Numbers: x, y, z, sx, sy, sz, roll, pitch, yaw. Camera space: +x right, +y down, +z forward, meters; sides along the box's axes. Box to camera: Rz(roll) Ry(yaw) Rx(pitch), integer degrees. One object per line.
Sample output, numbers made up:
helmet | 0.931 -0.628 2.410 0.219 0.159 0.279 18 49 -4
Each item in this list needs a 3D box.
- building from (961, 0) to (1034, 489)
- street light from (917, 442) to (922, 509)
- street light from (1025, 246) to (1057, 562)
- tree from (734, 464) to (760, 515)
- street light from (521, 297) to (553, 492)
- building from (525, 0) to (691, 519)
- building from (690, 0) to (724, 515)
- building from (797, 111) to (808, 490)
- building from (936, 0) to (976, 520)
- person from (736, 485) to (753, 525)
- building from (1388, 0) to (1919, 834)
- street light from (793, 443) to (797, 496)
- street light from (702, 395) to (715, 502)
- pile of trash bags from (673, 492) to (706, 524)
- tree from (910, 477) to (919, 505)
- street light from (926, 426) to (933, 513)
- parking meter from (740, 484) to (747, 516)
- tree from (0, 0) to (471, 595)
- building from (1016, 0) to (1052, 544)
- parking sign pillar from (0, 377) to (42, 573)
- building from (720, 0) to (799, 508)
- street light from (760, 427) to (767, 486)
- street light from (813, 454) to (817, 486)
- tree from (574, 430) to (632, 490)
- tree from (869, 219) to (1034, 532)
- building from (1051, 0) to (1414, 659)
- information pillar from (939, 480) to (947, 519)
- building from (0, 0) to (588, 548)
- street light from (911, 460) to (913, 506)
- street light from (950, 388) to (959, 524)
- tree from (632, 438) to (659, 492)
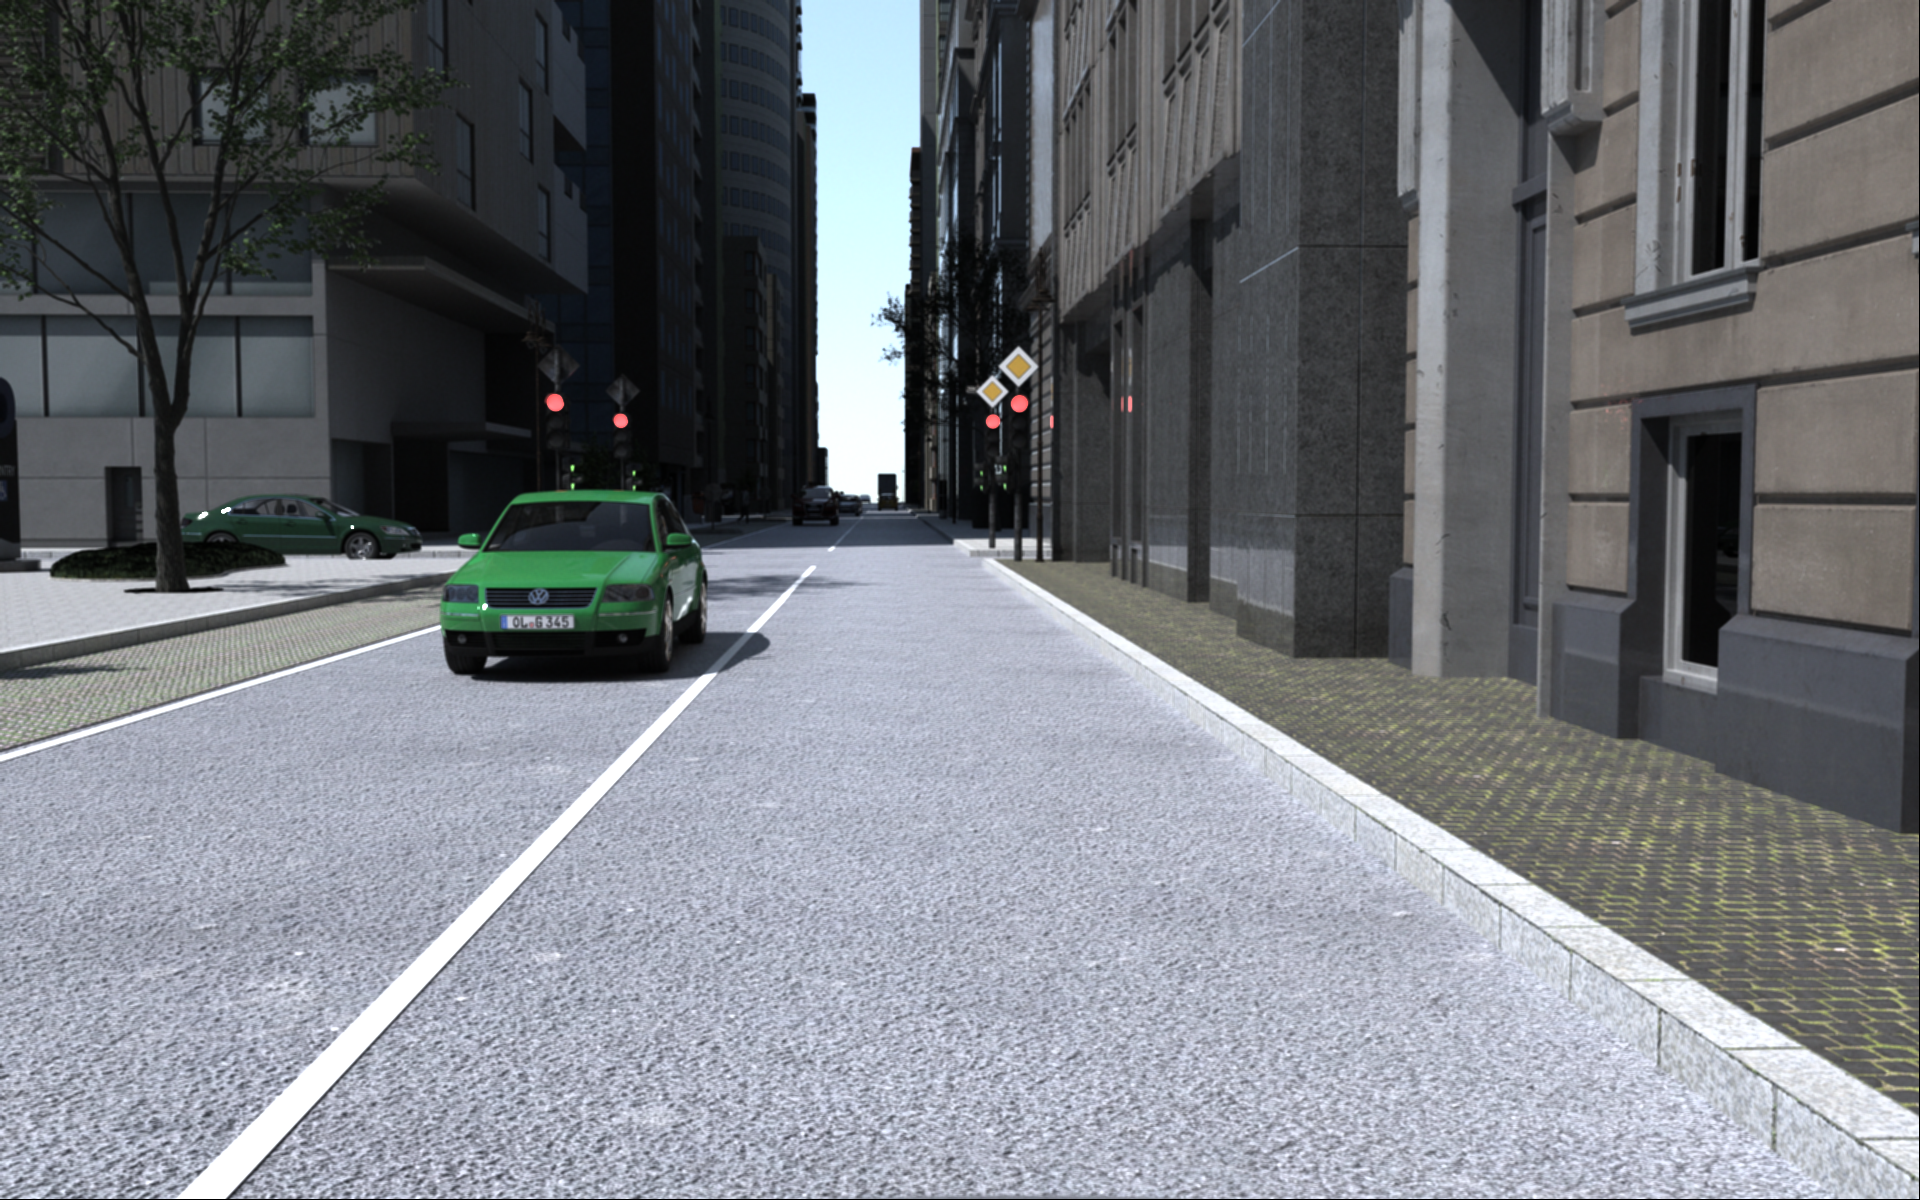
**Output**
building | 7.297 -17.702 75.338 13.634 28.700 20.117 0 4 -2
street light | -3.574 -10.964 152.054 0.468 5.910 1.993 0 4 -2
street light | 1.508 -3.656 32.563 0.468 5.910 1.993 0 4 -2
tree | -13.377 -7.003 109.107 1.663 3.219 1.824 0 3 0
street light | -9.947 -4.164 40.877 0.468 5.910 1.993 0 4 -2
building | -20.315 -26.352 80.963 14.600 45.320 14.200 0 4 -2
building | -21.780 -25.661 103.146 14.154 41.232 14.086 0 4 -2
building | -23.178 -30.319 179.309 14.154 41.232 14.086 0 4 -2
building | 4.622 -19.751 100.424 11.434 29.767 29.804 0 4 -2
person | -10.093 -4.442 80.977 0.795 1.843 0.661 0 4 1
building | 9.886 -13.269 2.861 13.634 28.700 20.117 0 4 -2
street light | -14.930 -11.280 157.208 0.468 5.910 1.993 0 4 -2
street light | -11.709 -6.615 80.942 0.468 5.910 1.993 0 4 -2
pile of trash bags | -12.412 -3.906 73.617 3.447 1.369 1.912 1 4 13
tree | -5.025 -12.576 200.214 1.663 3.219 1.824 0 3 0
street light | -2.059 -8.726 115.453 0.468 5.910 1.993 0 4 -2
parking meter | -12.775 -5.911 102.353 0.255 1.863 0.399 -3 4 -38
tree | -10.348 -5.916 22.480 9.928 11.665 9.643 0 3 0
building | 11.446 -13.276 45.944 19.941 23.489 11.050 0 4 -2
parking sign pillar | -16.066 -2.456 28.634 1.447 3.967 1.447 0 4 -7
building | -26.030 -37.647 157.529 21.231 58.520 28.212 0 4 -2
street light | -13.253 -8.829 117.139 0.468 5.910 1.993 0 4 -2
street light | -16.791 -13.910 200.209 0.468 5.910 1.993 0 4 -2
tree | -10.912 -3.530 52.318 1.663 3.219 1.824 0 3 0
tree | 0.966 -7.636 59.253 7.601 10.594 8.767 1 4 22
building | 8.170 -12.532 22.913 12.078 24.808 19.932 0 4 -2
information pillar | -0.883 -5.236 90.100 0.304 2.012 0.304 3 5 41
building | -26.660 -28.281 51.642 28.713 52.752 27.495 0 4 -2
street light | -5.323 -13.415 192.119 0.468 5.910 1.993 0 4 -2
street light | -0.256 -6.273 75.351 0.468 5.910 1.993 0 4 -2
tree | -11.101 -3.938 58.987 1.663 3.219 1.824 0 3 0
